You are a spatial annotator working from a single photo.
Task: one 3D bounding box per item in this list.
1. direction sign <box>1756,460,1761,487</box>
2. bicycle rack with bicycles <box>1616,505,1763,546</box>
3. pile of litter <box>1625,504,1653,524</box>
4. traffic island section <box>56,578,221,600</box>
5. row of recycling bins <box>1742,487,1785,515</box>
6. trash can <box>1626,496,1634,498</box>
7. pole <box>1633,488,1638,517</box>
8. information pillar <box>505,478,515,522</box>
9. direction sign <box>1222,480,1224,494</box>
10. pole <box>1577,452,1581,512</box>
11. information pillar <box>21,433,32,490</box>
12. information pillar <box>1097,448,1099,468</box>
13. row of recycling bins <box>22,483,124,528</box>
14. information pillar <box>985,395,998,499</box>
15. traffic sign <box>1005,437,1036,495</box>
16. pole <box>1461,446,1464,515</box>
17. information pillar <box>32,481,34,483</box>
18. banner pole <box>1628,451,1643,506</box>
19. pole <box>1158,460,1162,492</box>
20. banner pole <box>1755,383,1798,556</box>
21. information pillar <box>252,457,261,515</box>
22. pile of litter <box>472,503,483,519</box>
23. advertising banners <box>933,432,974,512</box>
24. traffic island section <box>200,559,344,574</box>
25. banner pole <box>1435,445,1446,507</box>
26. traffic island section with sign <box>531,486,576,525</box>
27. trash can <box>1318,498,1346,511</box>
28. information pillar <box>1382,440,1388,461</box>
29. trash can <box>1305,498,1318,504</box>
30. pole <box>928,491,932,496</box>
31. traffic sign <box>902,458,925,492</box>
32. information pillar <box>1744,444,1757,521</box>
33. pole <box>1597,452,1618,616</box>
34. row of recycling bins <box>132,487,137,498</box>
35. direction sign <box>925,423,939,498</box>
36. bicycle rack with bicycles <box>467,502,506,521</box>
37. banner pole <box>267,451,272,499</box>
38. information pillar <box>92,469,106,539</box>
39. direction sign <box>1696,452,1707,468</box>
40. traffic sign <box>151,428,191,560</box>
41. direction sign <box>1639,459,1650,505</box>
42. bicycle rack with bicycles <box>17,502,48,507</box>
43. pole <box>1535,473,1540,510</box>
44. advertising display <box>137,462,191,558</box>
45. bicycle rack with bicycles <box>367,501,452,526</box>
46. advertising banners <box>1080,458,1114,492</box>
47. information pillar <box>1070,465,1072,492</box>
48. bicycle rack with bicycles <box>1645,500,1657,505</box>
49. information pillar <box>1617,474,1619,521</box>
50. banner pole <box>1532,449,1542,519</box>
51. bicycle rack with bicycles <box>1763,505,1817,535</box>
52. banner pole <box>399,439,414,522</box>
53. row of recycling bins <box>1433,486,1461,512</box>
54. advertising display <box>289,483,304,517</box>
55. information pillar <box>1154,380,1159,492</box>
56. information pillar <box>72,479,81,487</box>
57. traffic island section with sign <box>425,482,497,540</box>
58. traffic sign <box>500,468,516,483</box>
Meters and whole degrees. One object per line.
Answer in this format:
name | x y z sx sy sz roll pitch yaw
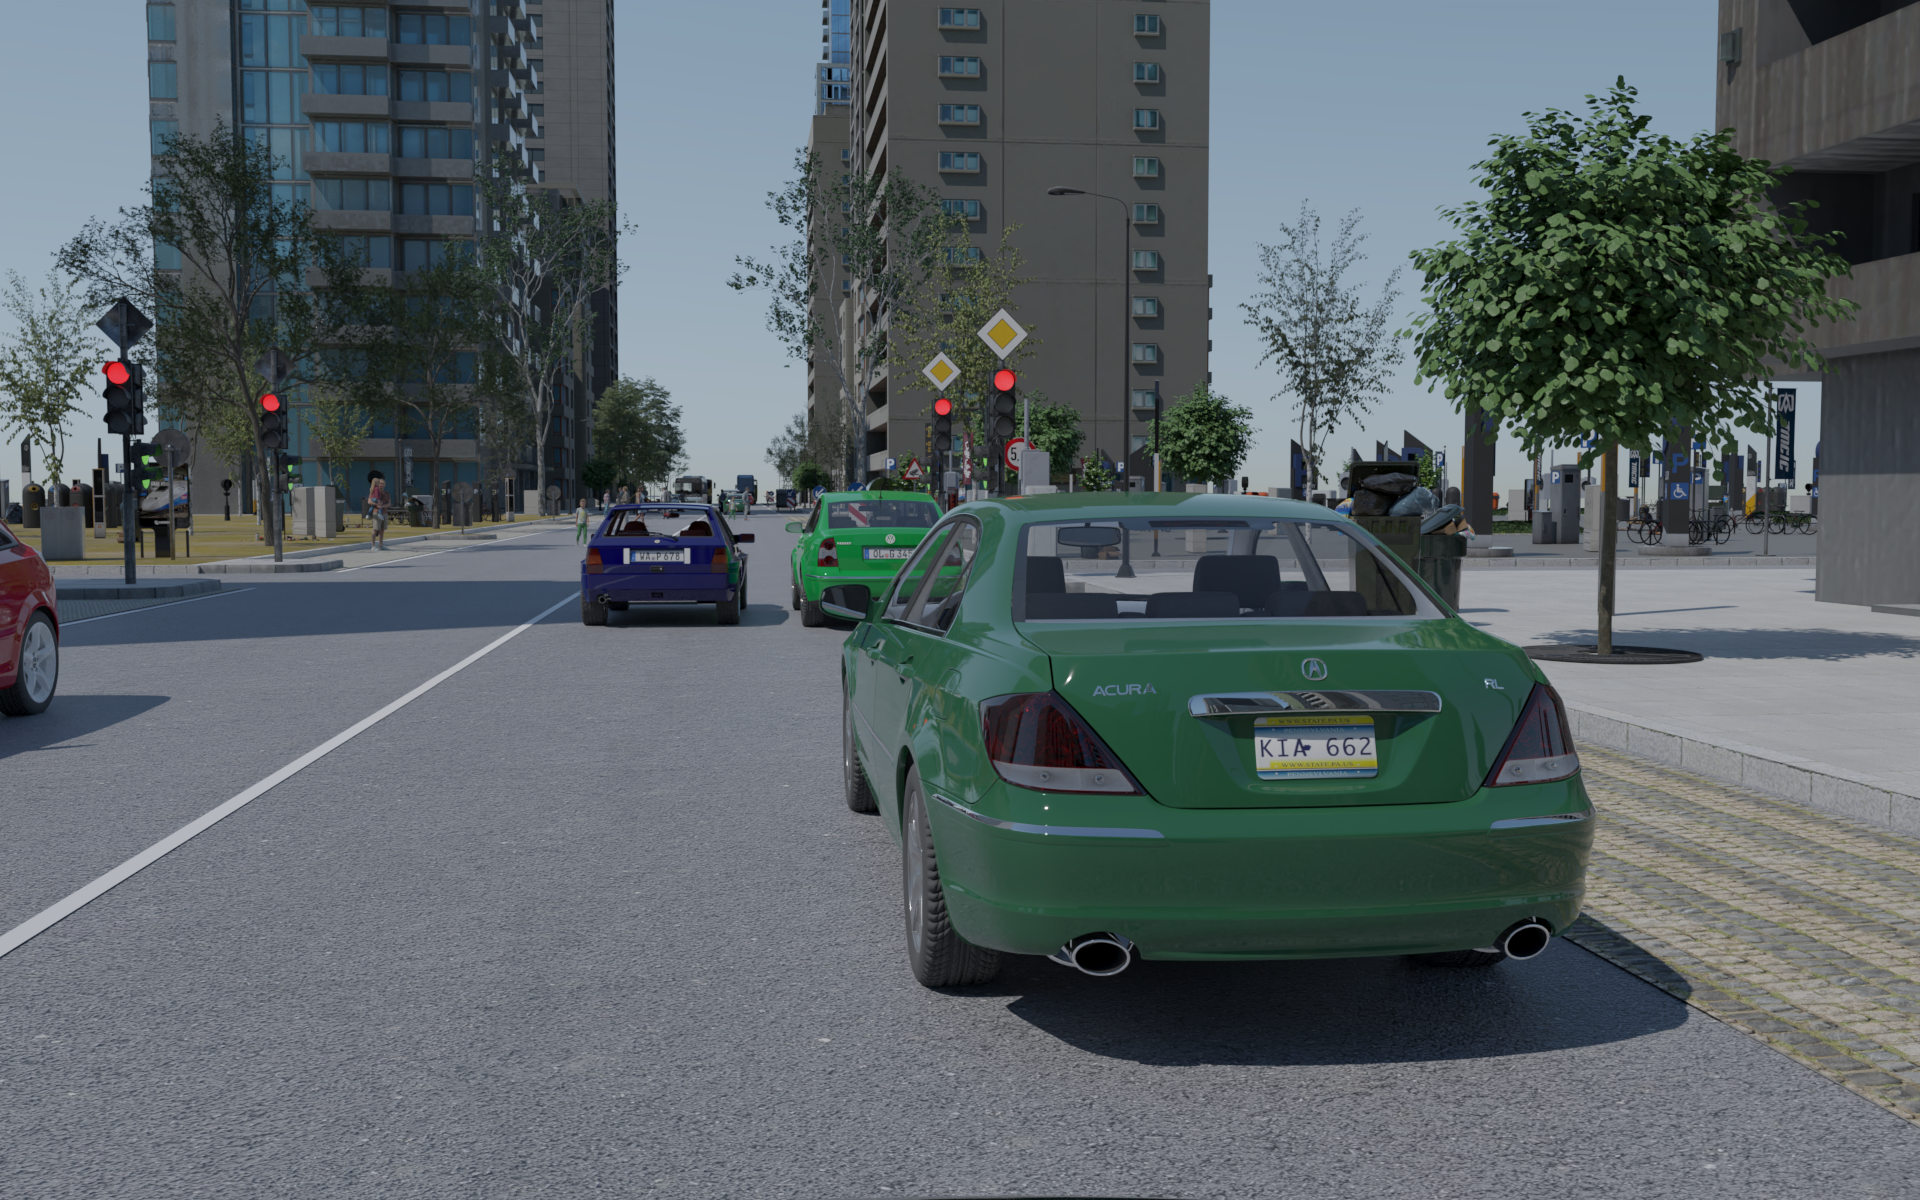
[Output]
direction sign | 53.604 -7.619 116.572 0.379 3.537 0.876 -1 4 -11
bicycle rack with bicycles | 18.242 -1.885 44.206 2.925 0.926 2.852 0 4 -5
pile of litter | 28.941 -3.668 73.938 1.719 0.858 1.176 -2 4 -35
traffic island section | -11.889 -0.153 24.790 2.009 0.180 2.903 0 4 -7
row of recycling bins | 44.494 -5.449 96.205 1.069 1.692 3.534 -1 4 -12
trash can | 44.879 -6.371 115.823 0.748 1.137 0.748 0 3 0
pole | 34.891 -5.842 89.360 0.158 3.312 0.155 0 3 0
information pillar | -20.845 -4.633 80.242 0.304 2.012 0.304 -2 4 -35
direction sign | 8.696 -3.990 57.238 0.379 3.537 0.876 1 4 19
pole | 30.043 -5.520 84.091 0.158 3.312 0.155 0 3 0
information pillar | -36.068 -4.624 66.953 0.504 3.616 0.183 2 4 26
information pillar | 6.965 -5.879 87.476 0.183 3.616 0.504 1 4 8
row of recycling bins | -33.523 -3.555 65.232 3.534 1.692 1.069 0 4 1
information pillar | 0.788 -3.035 40.977 0.504 3.616 0.183 -3 5 -39
traffic sign | 1.345 -2.375 38.935 0.768 2.556 0.104 0 4 2
pole | 21.320 -4.860 73.310 0.158 3.312 0.155 0 3 0
information pillar | -50.905 -5.534 94.971 0.304 2.012 0.304 -2 4 -29
banner pole | 32.396 -5.676 82.821 0.863 3.779 0.401 1 4 12
pole | 7.195 -4.208 62.646 0.158 3.312 0.155 0 3 0
banner pole | 16.969 -2.808 35.936 0.863 3.779 0.401 -1 4 -13
information pillar | -42.389 -6.915 104.408 0.504 3.616 0.183 -3 5 -40
pile of litter | -25.695 -4.691 90.657 1.176 0.858 1.719 -3 5 -39
advertising banners | -0.219 -3.266 49.580 0.090 3.025 2.074 -2 4 -35
traffic island section | -12.889 -0.638 32.713 2.009 0.180 2.903 0 4 -7
banner pole | 24.741 -6.061 89.112 0.863 3.779 0.401 -2 4 -26
traffic island section with sign | -19.021 -4.438 81.191 1.989 1.847 2.006 0 4 -7
trash can | 13.101 -2.978 60.341 0.748 1.137 0.748 0 3 0
information pillar | 18.469 -5.135 75.317 0.183 3.616 0.504 2 4 34
trash can | 13.267 -3.249 64.773 0.748 1.137 0.748 0 3 0
pole | -1.021 -4.063 60.273 0.158 3.312 0.155 0 3 0
traffic sign | -1.612 -3.772 61.677 0.884 2.594 0.081 0 4 1
information pillar | 37.038 -5.488 81.079 0.183 3.616 0.504 -2 4 -26
pole | 6.818 -1.489 18.181 0.158 3.312 0.155 0 3 0
row of recycling bins | -33.560 -3.843 69.952 1.069 1.692 3.534 0 4 0
direction sign | -0.848 -3.854 55.008 0.379 3.537 0.876 -2 4 -35
bicycle rack with bicycles | -22.785 -4.184 81.784 2.925 0.926 2.852 -1 4 -15
banner pole | -40.477 -6.824 101.589 0.401 3.779 0.863 -3 5 -44
information pillar | -24.848 -2.783 49.996 0.304 2.012 0.304 -1 4 -22
direction sign | 39.659 -6.169 92.858 0.876 3.537 0.379 -1 4 -23
traffic sign | -15.279 -2.045 33.546 0.768 2.556 0.104 0 4 -3
direction sign | 32.205 -5.473 81.479 0.876 3.537 0.379 -3 4 -38
bicycle rack with bicycles | -42.755 -4.121 80.761 2.852 0.926 2.925 0 4 2
pole | 23.937 -4.772 71.862 0.158 3.312 0.155 0 3 0
advertising display | -16.007 -1.812 34.833 0.974 1.923 0.123 -1 4 -15
bicycle rack with bicycles | -22.860 -3.534 71.168 2.925 0.926 2.852 1 4 20
advertising banners | 6.805 -5.343 83.547 2.074 3.025 0.090 0 4 -1
information pillar | 4.709 -5.020 73.430 0.183 3.616 0.504 0 4 1
bicycle rack with bicycles | 45.048 -6.005 111.567 2.925 0.926 2.852 1 4 15
information pillar | 24.290 -3.667 64.452 0.304 2.012 0.304 0 4 4
banner pole | 20.347 -4.346 61.077 0.401 3.779 0.863 0 4 -4
bicycle rack with bicycles | 26.192 -2.571 55.421 2.852 0.926 2.925 -2 4 -30
banner pole | -25.334 -5.452 79.153 0.401 3.779 0.863 3 5 41
row of recycling bins | 25.440 -5.319 94.072 3.534 1.692 1.069 2 4 34
advertising display | -37.757 -5.712 98.605 0.123 1.923 0.974 2 4 26
information pillar | 4.027 -2.699 35.491 0.183 3.616 0.504 0 4 6
information pillar | -43.548 -4.949 85.409 0.304 2.012 0.304 0 4 -8
traffic island section with sign | -15.653 -2.802 54.446 1.989 1.847 2.006 0 4 -7
traffic sign | -21.782 -5.100 83.499 0.768 2.556 0.104 0 4 -3
